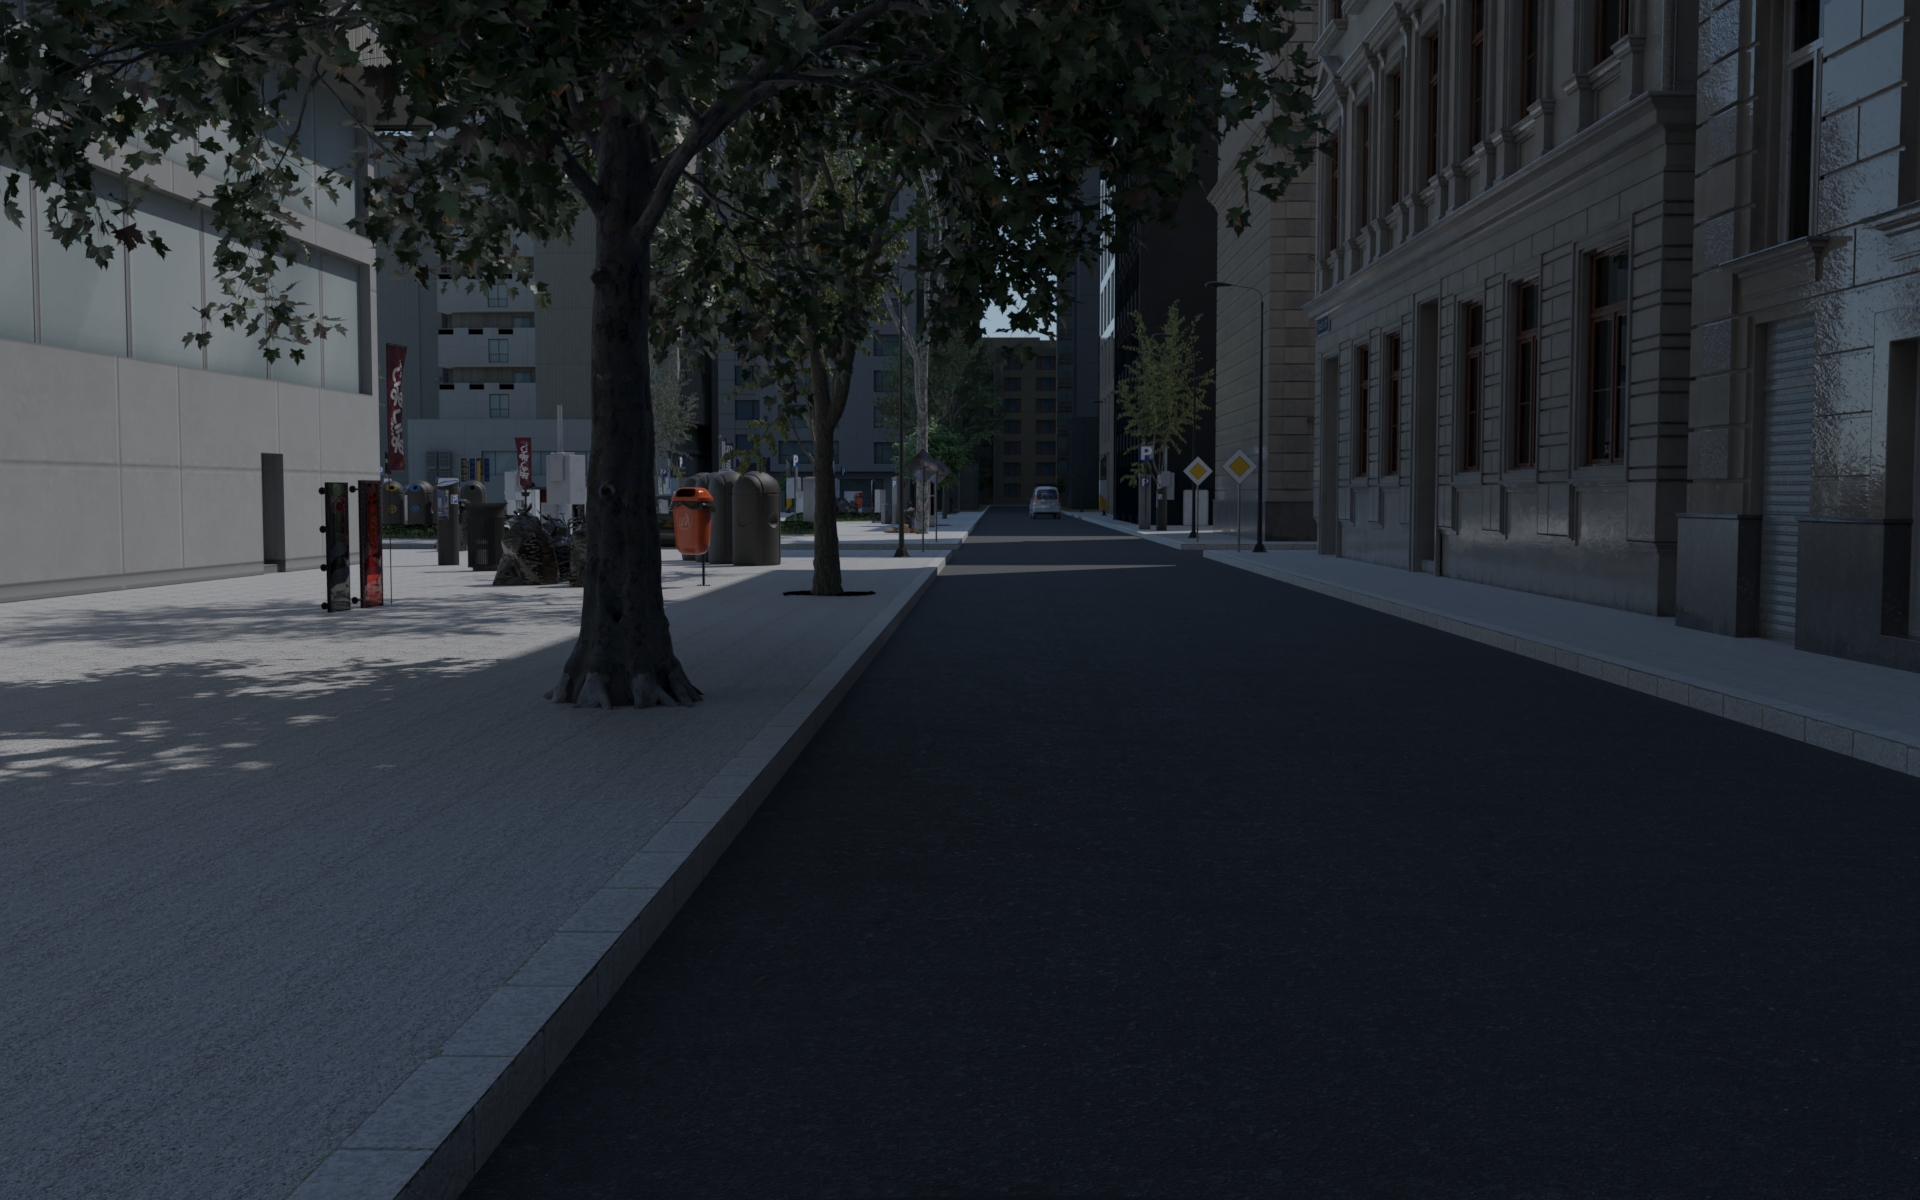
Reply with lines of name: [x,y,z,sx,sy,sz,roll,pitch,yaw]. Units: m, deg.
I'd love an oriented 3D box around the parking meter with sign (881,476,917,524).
parking meter with sign: [-2.538,-4.746,73.860,1.738,3.016,0.543,-2,4,-34]

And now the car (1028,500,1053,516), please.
car: [5.324,-6.173,110.516,1.945,1.707,3.694,0,4,1]

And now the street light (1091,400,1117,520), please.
street light: [7.207,-6.937,85.963,1.470,5.913,1.316,0,4,1]

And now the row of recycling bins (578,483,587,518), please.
row of recycling bins: [-13.831,-3.622,66.335,1.069,1.692,3.534,3,5,40]

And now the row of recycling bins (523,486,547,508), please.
row of recycling bins: [-26.757,-6.370,111.267,3.534,1.692,1.069,3,4,38]

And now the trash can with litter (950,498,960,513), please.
trash can with litter: [-0.564,-6.332,114.915,1.055,1.170,0.624,-2,4,-29]

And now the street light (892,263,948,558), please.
street light: [-0.642,-3.811,34.843,1.470,5.913,1.316,0,4,1]

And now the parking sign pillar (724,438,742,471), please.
parking sign pillar: [-10.886,-5.797,83.253,1.447,3.967,1.447,1,4,16]

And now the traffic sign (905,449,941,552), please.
traffic sign: [-0.815,-2.115,38.215,0.795,2.450,0.064,0,4,1]

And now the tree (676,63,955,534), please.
tree: [-2.441,-12.238,55.972,12.611,20.169,13.585,0,3,0]

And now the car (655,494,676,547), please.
car: [-6.504,-1.961,41.852,4.222,1.686,2.009,0,4,2]

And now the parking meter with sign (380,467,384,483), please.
parking meter with sign: [-36.431,-6.998,110.672,0.543,3.016,1.738,1,4,22]

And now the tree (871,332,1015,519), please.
tree: [-0.979,-9.443,88.799,8.767,10.594,7.601,2,4,27]

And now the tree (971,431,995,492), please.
tree: [1.763,-14.087,180.685,4.360,8.622,3.978,0,3,0]

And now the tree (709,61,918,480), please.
tree: [-2.423,-4.792,28.709,4.737,8.622,4.395,0,3,0]

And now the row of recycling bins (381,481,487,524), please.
row of recycling bins: [-16.240,-2.828,53.344,3.534,1.692,1.069,1,4,10]

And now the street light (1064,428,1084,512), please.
street light: [7.970,-9.087,121.109,1.470,5.913,1.316,0,4,1]

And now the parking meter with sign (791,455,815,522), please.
parking meter with sign: [-6.526,-4.893,76.254,1.738,3.016,0.543,1,4,22]

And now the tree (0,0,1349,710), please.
tree: [-2.030,-5.706,10.305,9.611,12.733,9.660,0,3,0]

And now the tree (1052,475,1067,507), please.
tree: [9.894,-10.894,172.717,1.663,3.219,1.824,0,3,0]

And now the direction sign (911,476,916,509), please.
direction sign: [-2.583,-6.541,98.941,0.379,3.537,0.876,2,4,24]

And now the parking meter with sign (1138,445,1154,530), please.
parking meter with sign: [6.739,-4.078,62.943,0.543,3.016,1.738,0,4,5]

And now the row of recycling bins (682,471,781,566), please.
row of recycling bins: [-4.337,-1.543,32.343,1.069,1.692,3.534,-2,4,-28]

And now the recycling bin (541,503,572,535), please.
recycling bin: [-11.805,-2.334,50.722,0.722,1.027,0.722,0,4,5]

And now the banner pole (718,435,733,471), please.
banner pole: [-10.056,-5.145,74.145,0.863,3.779,0.401,-2,4,-30]

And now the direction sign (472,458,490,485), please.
direction sign: [-30.212,-7.202,109.755,0.876,3.537,0.379,-3,5,-41]

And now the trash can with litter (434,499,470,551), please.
trash can with litter: [-11.475,-1.687,38.972,1.055,1.170,0.624,3,4,38]

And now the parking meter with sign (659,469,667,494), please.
parking meter with sign: [-19.972,-7.461,118.246,0.543,3.016,1.738,-2,4,-30]

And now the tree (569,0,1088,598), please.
tree: [-1.596,-5.873,21.781,9.928,11.665,9.643,0,3,0]

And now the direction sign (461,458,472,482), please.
direction sign: [-31.231,-7.219,110.029,0.876,3.537,0.379,-2,4,-25]

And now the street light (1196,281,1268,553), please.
street light: [6.058,-4.003,37.986,1.470,5.913,1.316,0,4,1]

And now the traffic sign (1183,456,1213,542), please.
traffic sign: [6.312,-2.592,46.017,0.795,2.450,0.064,0,4,1]

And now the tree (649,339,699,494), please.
tree: [-13.286,-7.714,76.486,4.360,8.622,3.978,0,3,0]

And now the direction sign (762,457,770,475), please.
direction sign: [-11.872,-6.990,106.289,0.379,3.537,0.876,2,4,25]

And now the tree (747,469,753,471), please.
tree: [-14.854,-7.641,119.536,1.663,3.219,1.824,0,3,0]

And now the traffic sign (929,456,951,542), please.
traffic sign: [-0.630,-2.603,46.198,0.795,2.450,0.064,0,4,1]

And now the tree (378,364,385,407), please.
tree: [-23.393,-6.933,63.714,4.360,8.622,3.978,0,3,0]

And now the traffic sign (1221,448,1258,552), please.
traffic sign: [6.127,-2.103,38.034,0.795,2.450,0.064,0,4,1]

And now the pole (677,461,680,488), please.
pole: [-17.526,-6.975,107.891,0.158,3.312,0.155,0,3,0]

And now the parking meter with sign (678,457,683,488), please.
parking meter with sign: [-12.197,-5.158,80.600,1.738,3.016,0.543,0,4,5]

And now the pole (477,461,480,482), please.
pole: [-30.023,-6.987,108.076,0.158,3.312,0.155,0,3,0]

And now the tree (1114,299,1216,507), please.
tree: [7.674,-7.098,66.414,4.737,8.622,4.395,0,3,0]

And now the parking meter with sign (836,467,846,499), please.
parking meter with sign: [-8.319,-7.107,112.466,1.738,3.016,0.543,2,4,24]

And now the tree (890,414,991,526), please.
tree: [-1.002,-5.294,70.278,4.285,4.588,4.351,0,3,0]

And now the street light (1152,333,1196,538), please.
street light: [6.253,-4.751,50.227,1.470,5.913,1.316,0,4,1]

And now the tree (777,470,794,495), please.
tree: [-11.976,-7.749,121.290,1.663,3.219,1.824,0,3,0]

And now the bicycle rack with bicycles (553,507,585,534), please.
bicycle rack with bicycles: [-10.028,-2.124,48.103,2.925,0.926,2.852,-1,4,-21]
